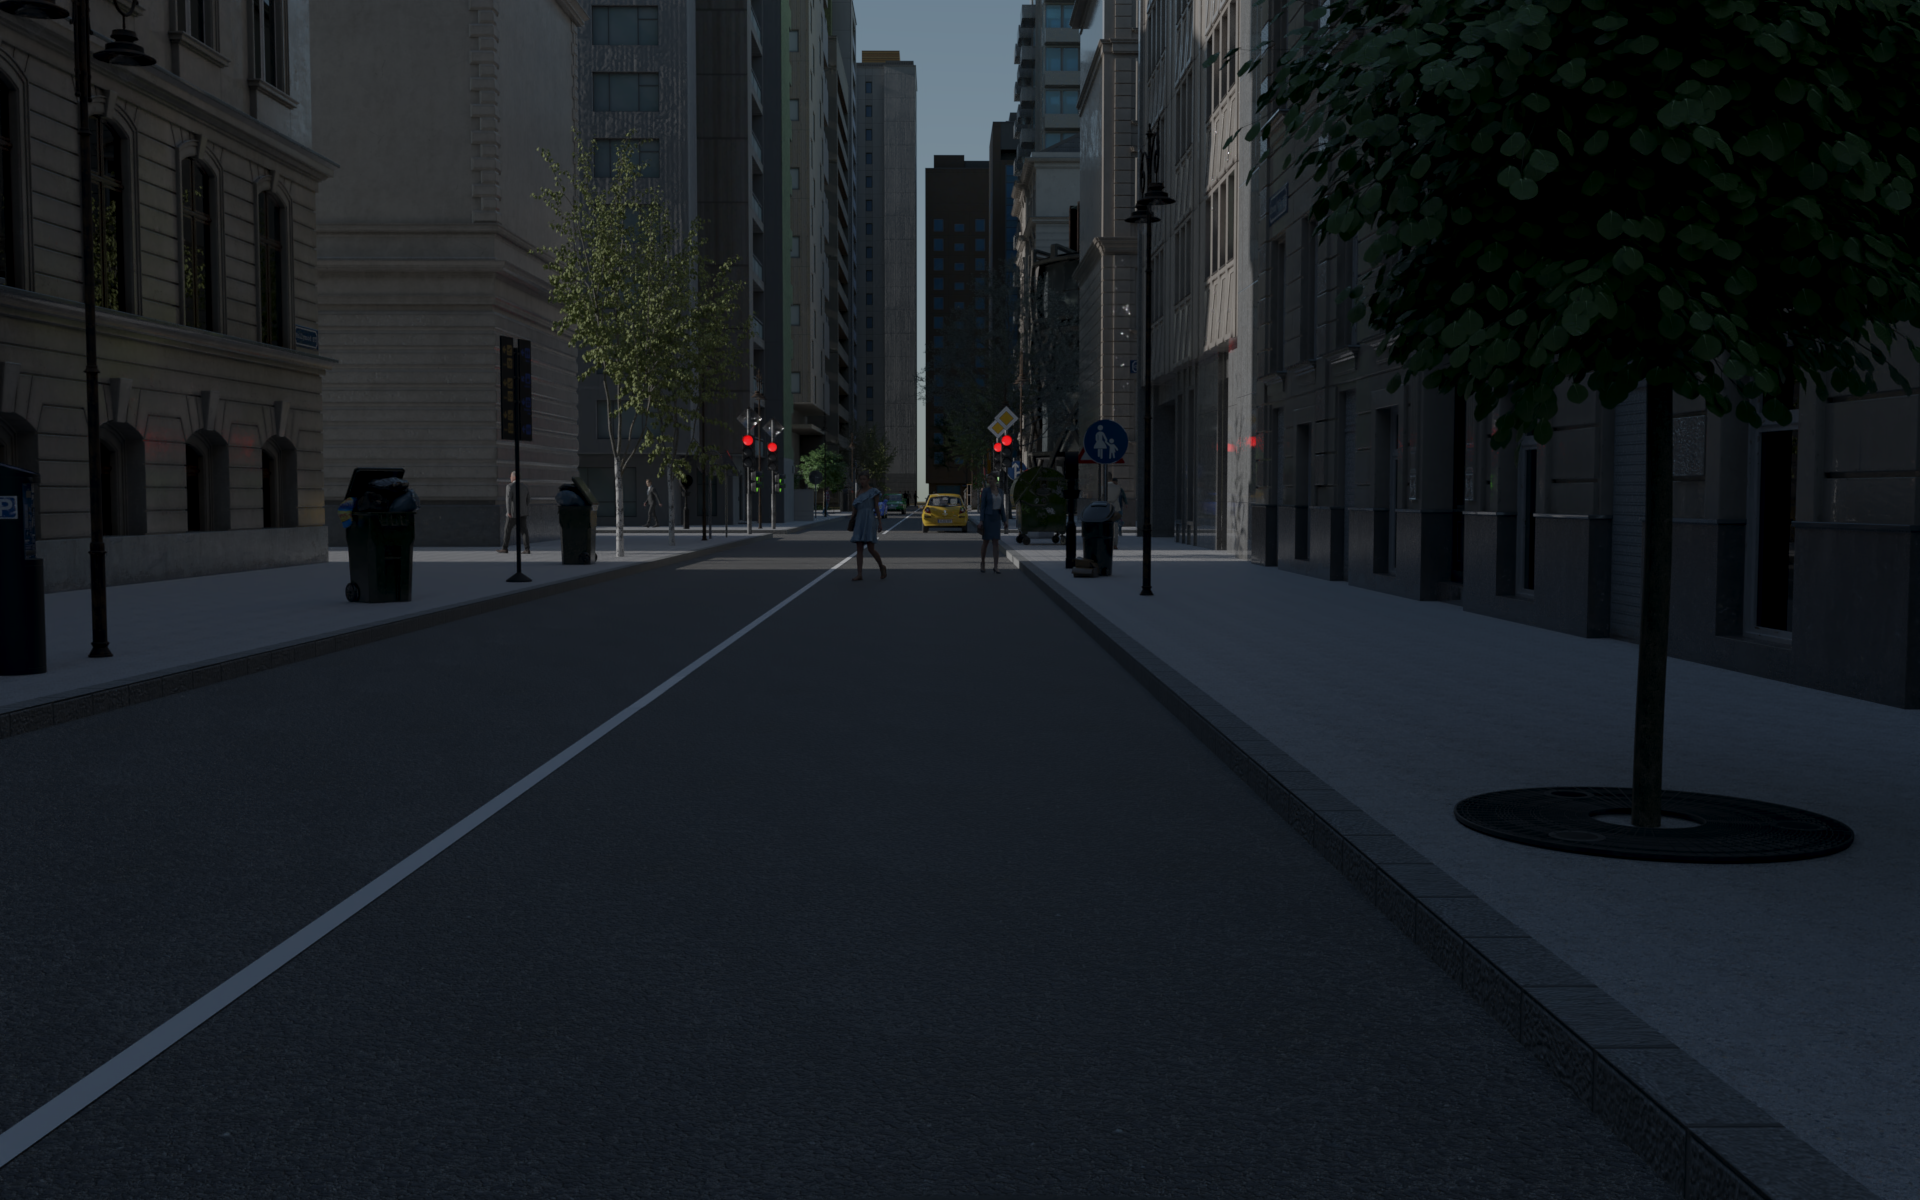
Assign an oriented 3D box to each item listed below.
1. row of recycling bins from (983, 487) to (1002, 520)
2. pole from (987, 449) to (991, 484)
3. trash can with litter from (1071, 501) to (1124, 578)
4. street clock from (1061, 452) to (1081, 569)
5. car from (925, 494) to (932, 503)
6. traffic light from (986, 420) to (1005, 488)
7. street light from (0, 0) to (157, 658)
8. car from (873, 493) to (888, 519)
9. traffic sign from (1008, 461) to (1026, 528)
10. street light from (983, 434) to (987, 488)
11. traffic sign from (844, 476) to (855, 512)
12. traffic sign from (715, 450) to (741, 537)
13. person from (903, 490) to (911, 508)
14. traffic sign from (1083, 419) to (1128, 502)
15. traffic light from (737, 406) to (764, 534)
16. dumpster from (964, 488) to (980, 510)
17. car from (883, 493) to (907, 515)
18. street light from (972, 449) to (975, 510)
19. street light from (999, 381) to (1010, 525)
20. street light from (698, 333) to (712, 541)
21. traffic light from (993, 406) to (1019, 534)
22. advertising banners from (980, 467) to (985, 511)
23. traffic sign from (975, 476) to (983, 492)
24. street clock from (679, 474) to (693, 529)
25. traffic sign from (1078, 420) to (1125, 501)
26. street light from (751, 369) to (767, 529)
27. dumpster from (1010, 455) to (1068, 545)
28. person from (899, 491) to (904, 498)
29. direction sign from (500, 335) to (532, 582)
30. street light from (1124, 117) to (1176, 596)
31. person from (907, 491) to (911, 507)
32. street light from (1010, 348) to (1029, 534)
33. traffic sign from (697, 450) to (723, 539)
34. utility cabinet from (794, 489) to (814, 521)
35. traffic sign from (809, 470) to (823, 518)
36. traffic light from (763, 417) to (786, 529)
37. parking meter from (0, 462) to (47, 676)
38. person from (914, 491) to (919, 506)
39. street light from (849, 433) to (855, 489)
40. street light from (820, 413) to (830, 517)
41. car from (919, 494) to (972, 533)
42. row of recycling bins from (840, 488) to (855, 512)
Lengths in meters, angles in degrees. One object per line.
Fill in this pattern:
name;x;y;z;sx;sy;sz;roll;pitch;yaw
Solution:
row of recycling bins;1.573;-4.776;85.201;1.069;1.692;3.534;0;4;2
pole;1.294;-5.129;77.696;0.158;3.312;0.155;0;3;0
trash can with litter;2.120;-0.947;26.877;0.624;1.170;1.055;1;4;21
street clock;1.912;-1.541;29.773;0.358;2.002;0.471;0;4;1
car;-2.838;-10.760;187.930;2.014;1.417;4.499;0;4;0
traffic light;1.368;-4.549;63.292;0.839;4.253;0.868;0;4;-1
street light;-6.773;-2.488;13.469;0.468;5.910;1.993;0;4;-1
car;-5.175;-5.634;101.713;1.945;1.707;3.694;0;4;1
traffic sign;2.179;-4.040;66.156;0.768;2.556;0.104;0;4;1
street light;1.439;-8.039;104.219;0.468;5.910;1.993;0;4;-1
traffic sign;-7.888;-7.491;122.478;0.884;2.594;0.081;0;4;2
traffic sign;-6.906;-3.130;51.176;0.884;2.594;0.081;0;4;4
person;-5.731;-10.545;180.921;1.348;1.822;0.705;-1;4;-18
traffic sign;2.488;-1.804;29.604;0.768;2.556;0.104;0;4;5
traffic light;-6.701;-4.054;55.199;0.839;4.253;0.868;0;4;-1
dumpster;0.926;-7.787;133.078;1.264;1.857;1.865;0;4;-1
car;-4.718;-6.923;121.992;1.959;1.807;4.718;0;4;0
street light;0.977;-10.068;137.405;0.468;5.910;1.993;0;4;-1
street light;1.846;-5.992;70.759;0.468;5.910;1.993;0;4;-1
street light;-7.046;-4.574;47.577;0.468;5.910;1.993;0;4;-1
traffic light;1.459;-4.060;55.308;0.839;4.253;0.868;0;4;-1
advertising banners;1.428;-7.002;110.675;0.090;3.025;2.074;0;4;-7
traffic sign;1.445;-7.584;124.112;0.768;2.556;0.104;0;4;6
street clock;-10.007;-3.593;63.309;0.471;2.002;0.358;-2;4;-24
traffic sign;2.446;-1.858;30.388;0.884;2.594;0.081;0;4;6
street light;-7.388;-5.572;63.896;0.468;5.910;1.993;0;4;-1
dumpster;2.063;-2.544;44.096;1.502;2.255;1.985;0;4;-1
person;-6.219;-10.347;178.203;0.617;1.759;0.750;2;4;28
direction sign;-6.448;-2.032;25.225;0.379;3.537;0.876;1;4;14
street light;2.365;-2.995;21.763;0.468;5.910;1.993;0;4;-1
person;-5.928;-11.537;197.141;0.705;1.823;1.348;3;5;39
street light;1.942;-5.025;54.949;0.468;5.910;1.993;0;4;-1
traffic sign;-7.157;-3.025;49.565;0.768;2.556;0.104;0;4;5
utility cabinet;-7.513;-4.482;81.959;1.173;1.500;0.318;0;4;-2
traffic sign;-7.723;-5.660;92.652;0.768;2.556;0.104;0;4;6
traffic light;-6.792;-4.542;63.184;0.839;4.253;0.868;0;4;-1
parking meter;-6.740;-0.240;12.341;0.372;1.533;0.369;0;3;0
person;-5.127;-11.761;200.820;0.705;1.821;1.348;1;4;22
street light;-8.087;-9.632;130.271;0.468;5.910;1.993;0;4;-1
street light;-7.557;-7.602;97.085;0.468;5.910;1.993;0;4;-1
car;-0.562;-3.387;65.606;2.015;1.641;3.980;0;4;0
row of recycling bins;-8.276;-7.339;127.105;1.069;1.692;3.534;0;4;2
